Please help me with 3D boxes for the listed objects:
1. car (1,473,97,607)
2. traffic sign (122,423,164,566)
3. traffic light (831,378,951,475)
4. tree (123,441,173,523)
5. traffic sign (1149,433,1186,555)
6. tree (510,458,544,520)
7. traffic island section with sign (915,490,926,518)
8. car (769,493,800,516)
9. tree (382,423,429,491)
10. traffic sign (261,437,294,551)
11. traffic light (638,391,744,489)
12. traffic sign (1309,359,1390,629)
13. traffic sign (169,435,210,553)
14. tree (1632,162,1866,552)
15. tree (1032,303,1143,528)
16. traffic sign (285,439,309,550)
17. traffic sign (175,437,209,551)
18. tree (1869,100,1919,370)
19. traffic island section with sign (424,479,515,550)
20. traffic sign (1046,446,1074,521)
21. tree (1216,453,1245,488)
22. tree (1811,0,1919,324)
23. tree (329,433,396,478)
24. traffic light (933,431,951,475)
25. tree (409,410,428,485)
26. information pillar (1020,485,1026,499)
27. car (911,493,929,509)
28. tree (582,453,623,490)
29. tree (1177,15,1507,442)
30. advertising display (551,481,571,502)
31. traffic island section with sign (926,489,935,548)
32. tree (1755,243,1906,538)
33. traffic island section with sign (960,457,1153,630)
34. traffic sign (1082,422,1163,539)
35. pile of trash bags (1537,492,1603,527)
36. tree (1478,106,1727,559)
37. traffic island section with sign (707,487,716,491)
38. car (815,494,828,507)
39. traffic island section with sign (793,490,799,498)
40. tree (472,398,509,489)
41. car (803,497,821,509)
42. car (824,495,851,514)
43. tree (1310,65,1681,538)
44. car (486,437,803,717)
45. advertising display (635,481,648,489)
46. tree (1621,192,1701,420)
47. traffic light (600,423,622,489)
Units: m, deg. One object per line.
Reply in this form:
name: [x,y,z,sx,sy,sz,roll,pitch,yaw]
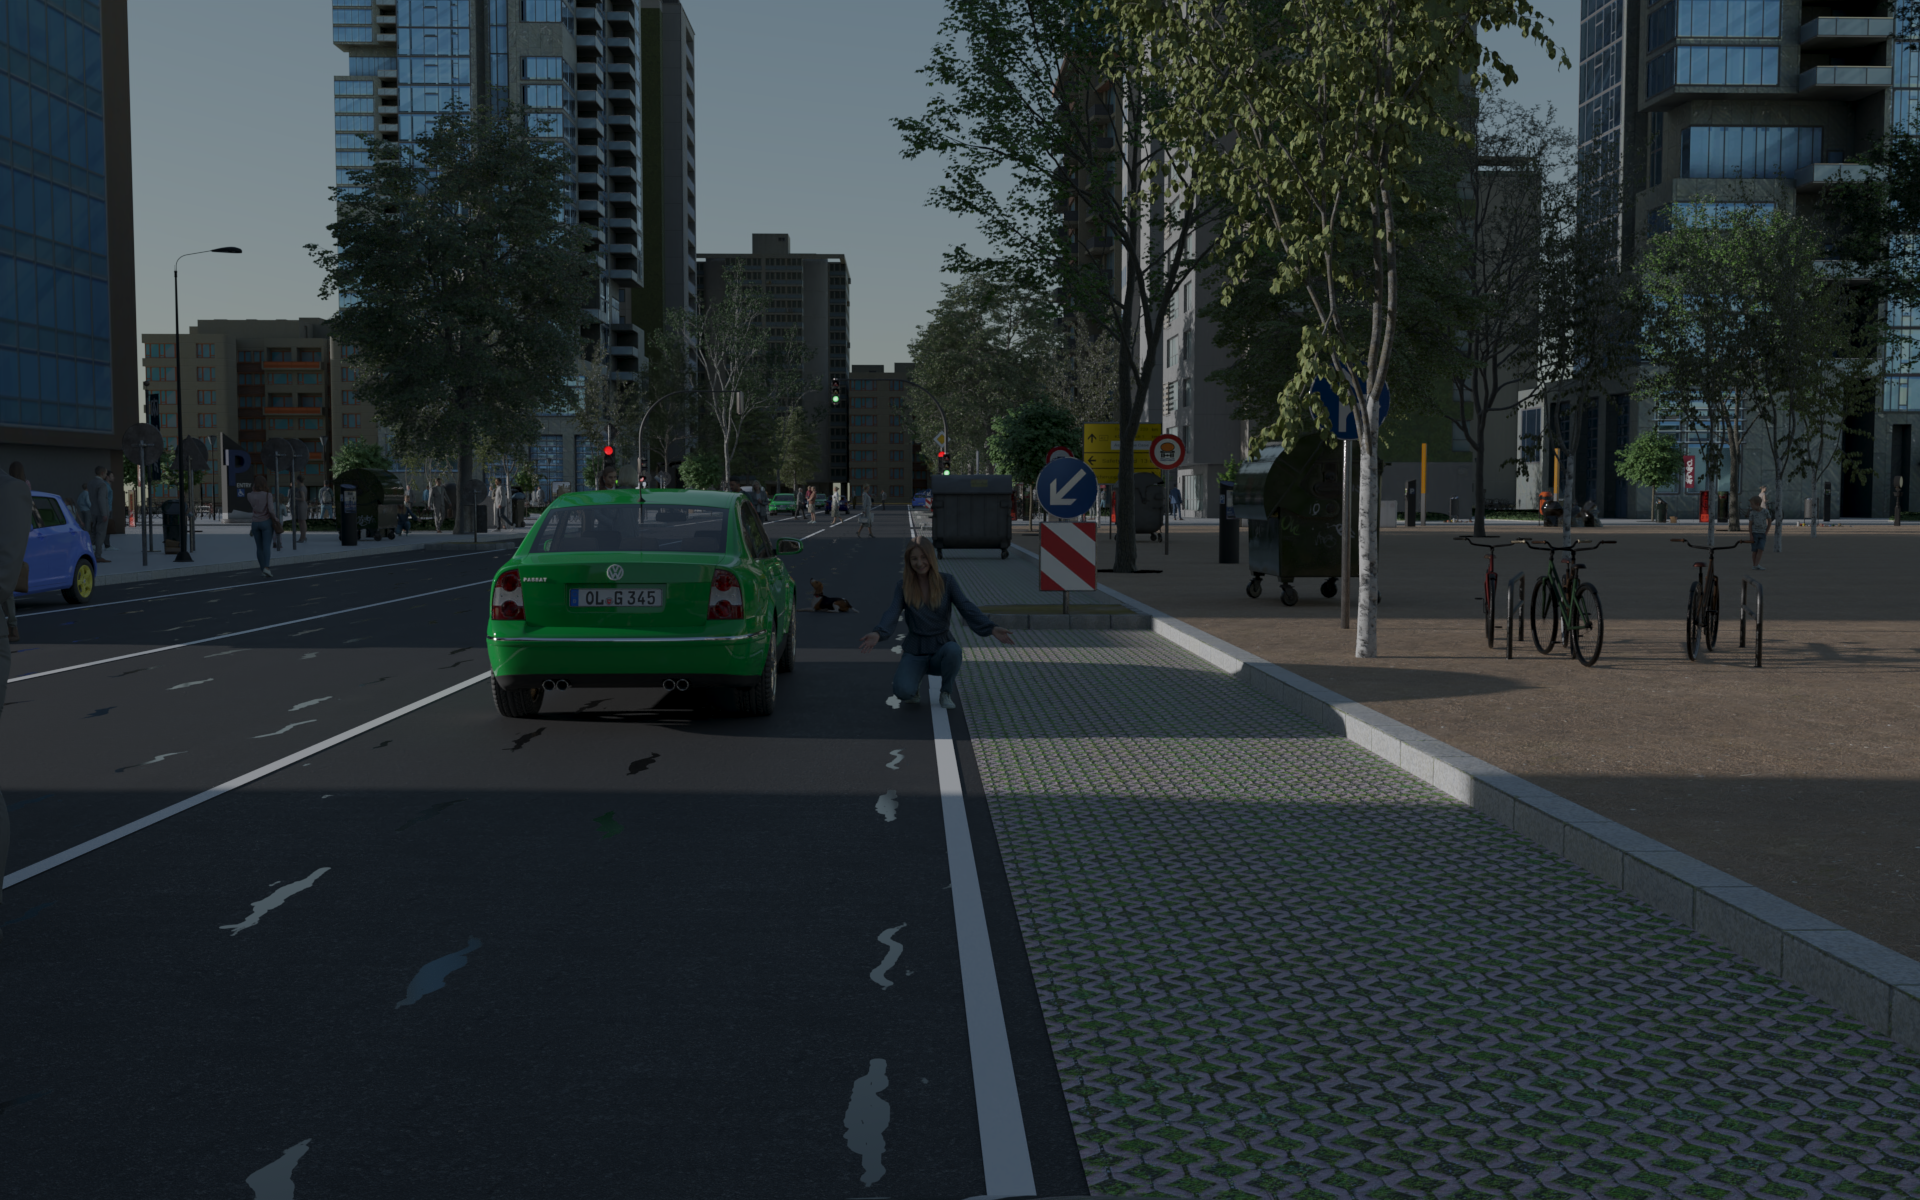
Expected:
car: [-12.205,-0.717,21.317,1.945,1.707,3.694,0,4,-3]
traffic sign: [-14.579,-1.884,30.907,0.768,2.556,0.104,0,4,3]
traffic light: [-2.652,-5.722,68.217,4.771,5.953,1.251,0,4,-2]
tree: [-37.137,-5.773,78.107,4.285,4.588,4.351,0,3,0]
traffic sign: [4.363,-2.225,36.486,0.768,2.556,0.104,0,4,6]
tree: [-21.743,-5.636,86.743,1.663,3.219,1.824,0,3,0]
traffic island section with sign: [-1.546,-5.705,101.899,1.989,1.847,2.006,0,4,-2]
car: [-11.674,-6.517,115.344,1.959,1.807,4.718,0,4,-1]
tree: [-46.756,-12.041,147.226,4.737,8.622,4.395,0,3,0]
traffic sign: [-15.335,-2.373,38.898,0.768,2.556,0.104,0,4,5]
traffic light: [-11.877,-6.203,76.083,4.771,5.953,1.251,0,4,-2]
traffic sign: [3.672,-0.998,16.429,0.768,2.556,0.104,0,4,0]
traffic sign: [-16.850,-2.318,37.899,0.884,2.594,0.081,0,4,-1]
tree: [17.814,-5.353,37.891,4.360,8.622,3.978,0,3,0]
tree: [4.955,-6.993,64.699,4.360,8.622,3.978,0,3,0]
traffic sign: [-15.332,-2.429,39.828,0.768,2.556,0.104,0,4,5]
traffic sign: [-17.300,-2.380,39.011,0.768,2.556,0.104,0,4,2]
tree: [25.653,-7.141,42.511,9.928,11.665,9.643,0,3,0]
traffic island section with sign: [-12.715,-2.234,45.155,1.989,1.847,2.006,0,4,-2]
traffic sign: [2.657,-2.802,45.922,0.768,2.556,0.104,0,4,6]
tree: [12.953,-5.383,82.614,1.663,3.219,1.824,0,3,0]
tree: [15.562,-5.464,23.751,7.601,10.594,8.767,0,4,4]
tree: [-32.465,-6.753,94.119,4.285,4.588,4.351,0,3,0]
traffic light: [-0.811,-5.351,76.404,0.839,4.253,0.868,0,4,-2]
tree: [-23.669,-7.971,80.682,4.360,8.622,3.978,0,3,0]
information pillar: [3.996,-6.426,109.552,0.304,2.012,0.304,-2,4,-25]
car: [-3.892,-9.913,171.668,1.945,1.707,3.694,0,4,-1]
tree: [-26.204,-8.762,126.974,4.285,4.588,4.351,0,3,0]
tree: [8.899,-7.511,40.926,7.486,12.596,7.792,0,3,0]
advertising display: [-19.852,-4.954,86.218,0.974,1.923,0.123,-2,4,-31]
traffic island section with sign: [0.171,-2.290,46.072,1.989,1.847,2.006,0,4,-2]
tree: [24.985,-6.114,50.326,4.737,8.622,4.395,0,3,0]
traffic island section with sign: [1.007,-0.642,19.130,1.989,1.847,2.006,0,4,-2]
traffic sign: [4.581,-3.365,48.898,2.265,3.308,0.079,0,4,-1]
pile of trash bags: [23.687,-3.562,67.989,1.912,1.369,3.447,-1,4,-11]
tree: [12.100,-5.118,34.047,4.360,8.622,3.978,0,3,0]
traffic island section with sign: [-14.439,-5.632,100.718,1.989,1.847,2.006,0,4,-2]
car: [-13.431,-9.518,164.412,1.959,1.807,4.718,0,4,-4]
traffic island section with sign: [-16.828,-10.372,178.207,1.989,1.847,2.006,0,4,-2]
tree: [-34.363,-10.751,126.142,4.737,8.622,4.395,0,3,0]
car: [-14.532,-9.637,170.146,1.945,1.354,3.894,0,4,-3]
car: [-8.766,-6.810,123.917,1.945,1.354,3.894,0,4,-2]
tree: [15.252,-8.590,50.814,12.009,13.543,11.850,0,3,0]
car: [-2.143,-0.228,12.521,1.959,1.807,4.718,0,4,-2]
advertising display: [-16.147,-5.054,87.846,0.974,1.923,0.123,3,5,44]
tree: [26.613,-8.174,59.405,9.928,11.665,9.643,0,3,0]
traffic light: [-13.719,-4.837,68.002,0.839,4.253,0.868,0,4,-2]
